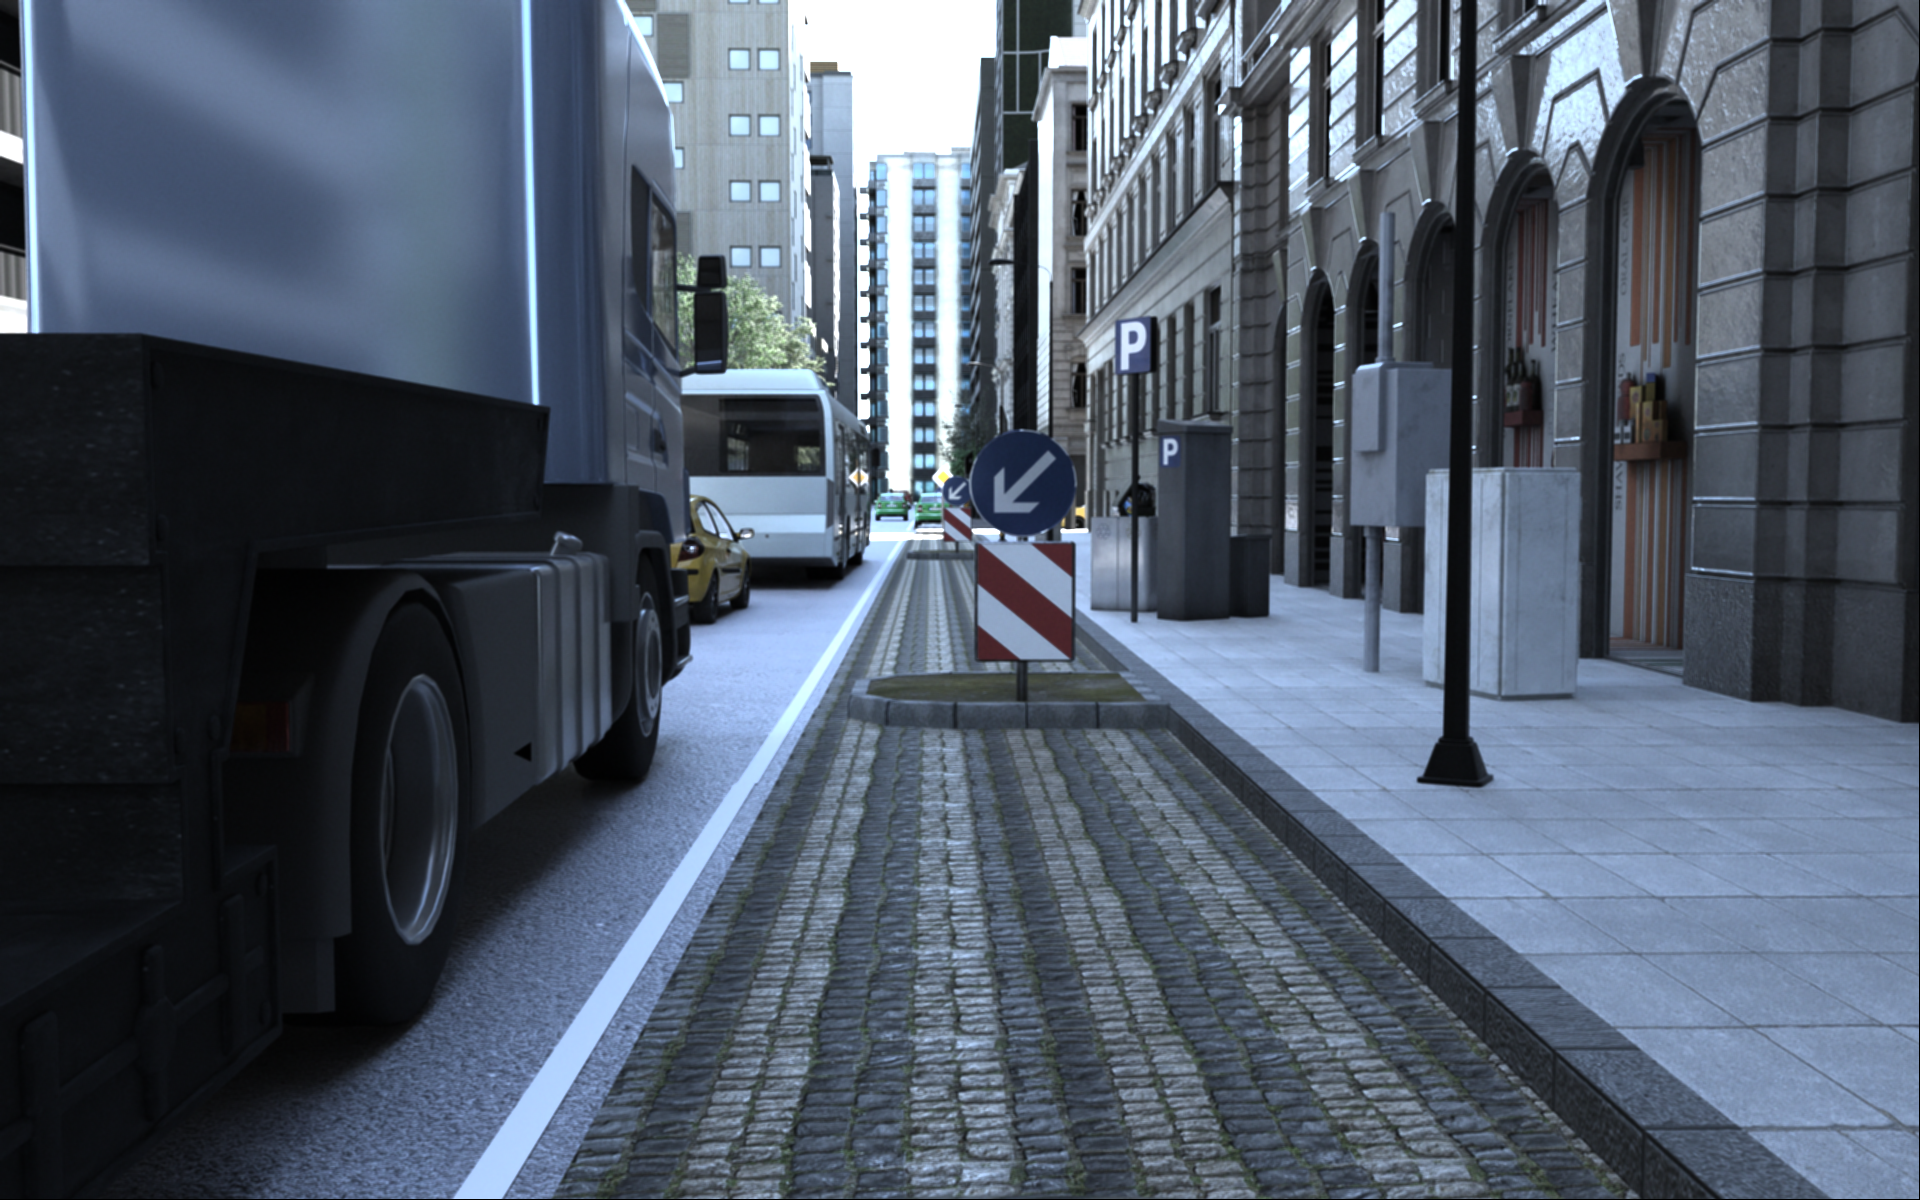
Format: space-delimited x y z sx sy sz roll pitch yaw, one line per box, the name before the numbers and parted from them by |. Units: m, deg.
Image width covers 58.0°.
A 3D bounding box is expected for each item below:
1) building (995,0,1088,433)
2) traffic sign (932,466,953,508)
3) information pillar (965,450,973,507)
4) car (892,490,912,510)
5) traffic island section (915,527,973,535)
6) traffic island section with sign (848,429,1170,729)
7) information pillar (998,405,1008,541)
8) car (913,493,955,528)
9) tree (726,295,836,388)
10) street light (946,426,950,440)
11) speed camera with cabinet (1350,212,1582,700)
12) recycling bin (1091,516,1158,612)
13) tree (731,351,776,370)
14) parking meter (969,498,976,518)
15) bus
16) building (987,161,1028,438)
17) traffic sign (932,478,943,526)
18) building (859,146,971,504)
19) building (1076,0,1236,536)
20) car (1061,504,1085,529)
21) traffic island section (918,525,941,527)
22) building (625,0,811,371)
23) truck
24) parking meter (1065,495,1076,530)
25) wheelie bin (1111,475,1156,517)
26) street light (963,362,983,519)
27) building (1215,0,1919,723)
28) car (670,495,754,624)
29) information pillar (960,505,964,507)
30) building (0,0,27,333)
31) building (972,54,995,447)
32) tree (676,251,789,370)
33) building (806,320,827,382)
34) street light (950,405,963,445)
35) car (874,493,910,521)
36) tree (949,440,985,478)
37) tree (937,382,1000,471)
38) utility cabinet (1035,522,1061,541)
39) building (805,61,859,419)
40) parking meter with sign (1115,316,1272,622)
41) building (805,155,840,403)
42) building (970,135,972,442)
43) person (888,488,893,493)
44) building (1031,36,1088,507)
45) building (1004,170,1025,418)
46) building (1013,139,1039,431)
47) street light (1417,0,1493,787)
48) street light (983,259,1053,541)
building | 11.680 -44.360 163.543 20.563 71.187 20.611 0 4 -1
traffic sign | -0.591 -3.526 61.295 0.795 2.450 0.064 0 4 -1
information pillar | 0.482 -6.199 92.701 0.504 3.616 0.183 -2 4 -32
car | -5.569 -9.350 161.545 2.281 1.827 5.304 0 4 -2
traffic island section | -0.568 -2.391 61.372 2.009 0.180 2.903 0 4 -1
traffic island section with sign | 0.271 -0.171 11.426 1.989 1.847 2.006 0 4 -1
information pillar | 1.157 -3.347 46.073 0.183 3.616 0.504 1 4 19
car | -1.031 -3.978 73.841 1.959 1.807 4.718 0 4 -1
tree | -11.034 -11.085 99.374 7.486 12.596 7.792 0 3 0
street light | -0.229 -8.873 117.621 1.470 5.913 1.316 0 4 -1
speed camera with cabinet | 3.360 -1.060 11.663 0.660 3.252 2.038 -1 4 -15
recycling bin | 1.922 -0.410 19.253 0.722 1.027 0.722 2 4 32
tree | -10.658 -8.529 89.808 4.737 8.622 4.395 0 3 0
parking meter | 0.660 -5.083 91.514 0.372 1.533 0.369 0 3 0
bus | -3.179 -2.284 32.203 2.948 3.499 13.247 0 4 0
building | 9.399 -21.124 132.764 14.401 28.519 23.554 0 4 -1
traffic sign | -0.725 -4.014 69.278 0.795 2.450 0.064 0 4 -1
building | 1.407 -38.000 240.909 30.456 49.044 23.786 0 4 -1
building | 11.739 -12.899 44.175 16.112 22.955 30.059 0 4 -1
car | 5.524 -3.365 65.245 3.980 1.641 2.015 0 4 -1
traffic island section | -0.701 -2.879 69.356 2.009 0.180 2.903 0 4 -1
building | -27.730 -34.719 156.886 28.713 52.752 27.495 0 4 -1
truck | -2.574 -0.718 1.491 2.967 4.110 18.799 0 4 -1
parking meter | 3.910 -3.408 61.436 0.255 1.863 0.399 2 4 35
wheelie bin | 2.881 -1.264 28.581 0.693 1.594 0.980 0 4 -4
street light | 0.946 -5.425 61.236 1.470 5.913 1.316 0 4 -1
building | 10.625 -10.726 17.177 13.314 21.916 24.055 0 4 -1
car | -3.524 -0.631 20.546 2.015 1.641 3.980 0 4 1
information pillar | 0.139 -7.329 124.315 0.304 2.012 0.304 0 4 6
building | -22.072 -35.753 22.807 20.563 71.187 20.611 0 4 -1
building | 12.491 -34.350 185.317 21.300 48.544 21.600 0 4 -1
tree | -11.149 -9.155 75.439 9.928 11.665 9.643 0 3 0
building | -28.937 -20.873 186.310 27.650 21.520 28.899 0 4 -1
street light | 0.369 -7.199 90.250 1.470 5.913 1.316 0 4 -1
car | -3.696 -5.202 93.843 1.959 1.807 4.718 0 4 -2
tree | 0.869 -7.437 105.306 4.285 4.588 4.351 0 3 0
tree | 0.840 -9.874 111.804 4.360 8.622 3.978 0 3 0
utility cabinet | 2.301 -2.217 44.931 0.318 1.500 1.173 2 4 24
building | -28.168 -42.624 238.908 28.212 58.520 21.231 0 4 -1
parking meter with sign | 2.426 -1.312 17.715 1.738 3.016 0.543 -2 4 -34
building | -21.785 -32.243 210.769 14.086 41.232 14.154 0 4 -1
building | 12.144 -35.678 207.033 21.300 48.544 21.600 0 4 -1
person | -4.503 -6.250 110.950 0.793 1.790 0.793 0 4 8
building | 12.499 -13.844 75.506 18.267 20.994 9.793 0 4 -1
building | 8.787 -17.267 111.198 11.050 23.489 19.941 0 4 -1
building | 9.394 -16.099 92.889 12.332 23.373 15.834 0 4 -1
street light | 1.675 -2.142 7.568 1.470 5.913 1.316 0 4 -1
street light | 1.258 -3.780 34.347 1.470 5.913 1.316 0 4 -1
